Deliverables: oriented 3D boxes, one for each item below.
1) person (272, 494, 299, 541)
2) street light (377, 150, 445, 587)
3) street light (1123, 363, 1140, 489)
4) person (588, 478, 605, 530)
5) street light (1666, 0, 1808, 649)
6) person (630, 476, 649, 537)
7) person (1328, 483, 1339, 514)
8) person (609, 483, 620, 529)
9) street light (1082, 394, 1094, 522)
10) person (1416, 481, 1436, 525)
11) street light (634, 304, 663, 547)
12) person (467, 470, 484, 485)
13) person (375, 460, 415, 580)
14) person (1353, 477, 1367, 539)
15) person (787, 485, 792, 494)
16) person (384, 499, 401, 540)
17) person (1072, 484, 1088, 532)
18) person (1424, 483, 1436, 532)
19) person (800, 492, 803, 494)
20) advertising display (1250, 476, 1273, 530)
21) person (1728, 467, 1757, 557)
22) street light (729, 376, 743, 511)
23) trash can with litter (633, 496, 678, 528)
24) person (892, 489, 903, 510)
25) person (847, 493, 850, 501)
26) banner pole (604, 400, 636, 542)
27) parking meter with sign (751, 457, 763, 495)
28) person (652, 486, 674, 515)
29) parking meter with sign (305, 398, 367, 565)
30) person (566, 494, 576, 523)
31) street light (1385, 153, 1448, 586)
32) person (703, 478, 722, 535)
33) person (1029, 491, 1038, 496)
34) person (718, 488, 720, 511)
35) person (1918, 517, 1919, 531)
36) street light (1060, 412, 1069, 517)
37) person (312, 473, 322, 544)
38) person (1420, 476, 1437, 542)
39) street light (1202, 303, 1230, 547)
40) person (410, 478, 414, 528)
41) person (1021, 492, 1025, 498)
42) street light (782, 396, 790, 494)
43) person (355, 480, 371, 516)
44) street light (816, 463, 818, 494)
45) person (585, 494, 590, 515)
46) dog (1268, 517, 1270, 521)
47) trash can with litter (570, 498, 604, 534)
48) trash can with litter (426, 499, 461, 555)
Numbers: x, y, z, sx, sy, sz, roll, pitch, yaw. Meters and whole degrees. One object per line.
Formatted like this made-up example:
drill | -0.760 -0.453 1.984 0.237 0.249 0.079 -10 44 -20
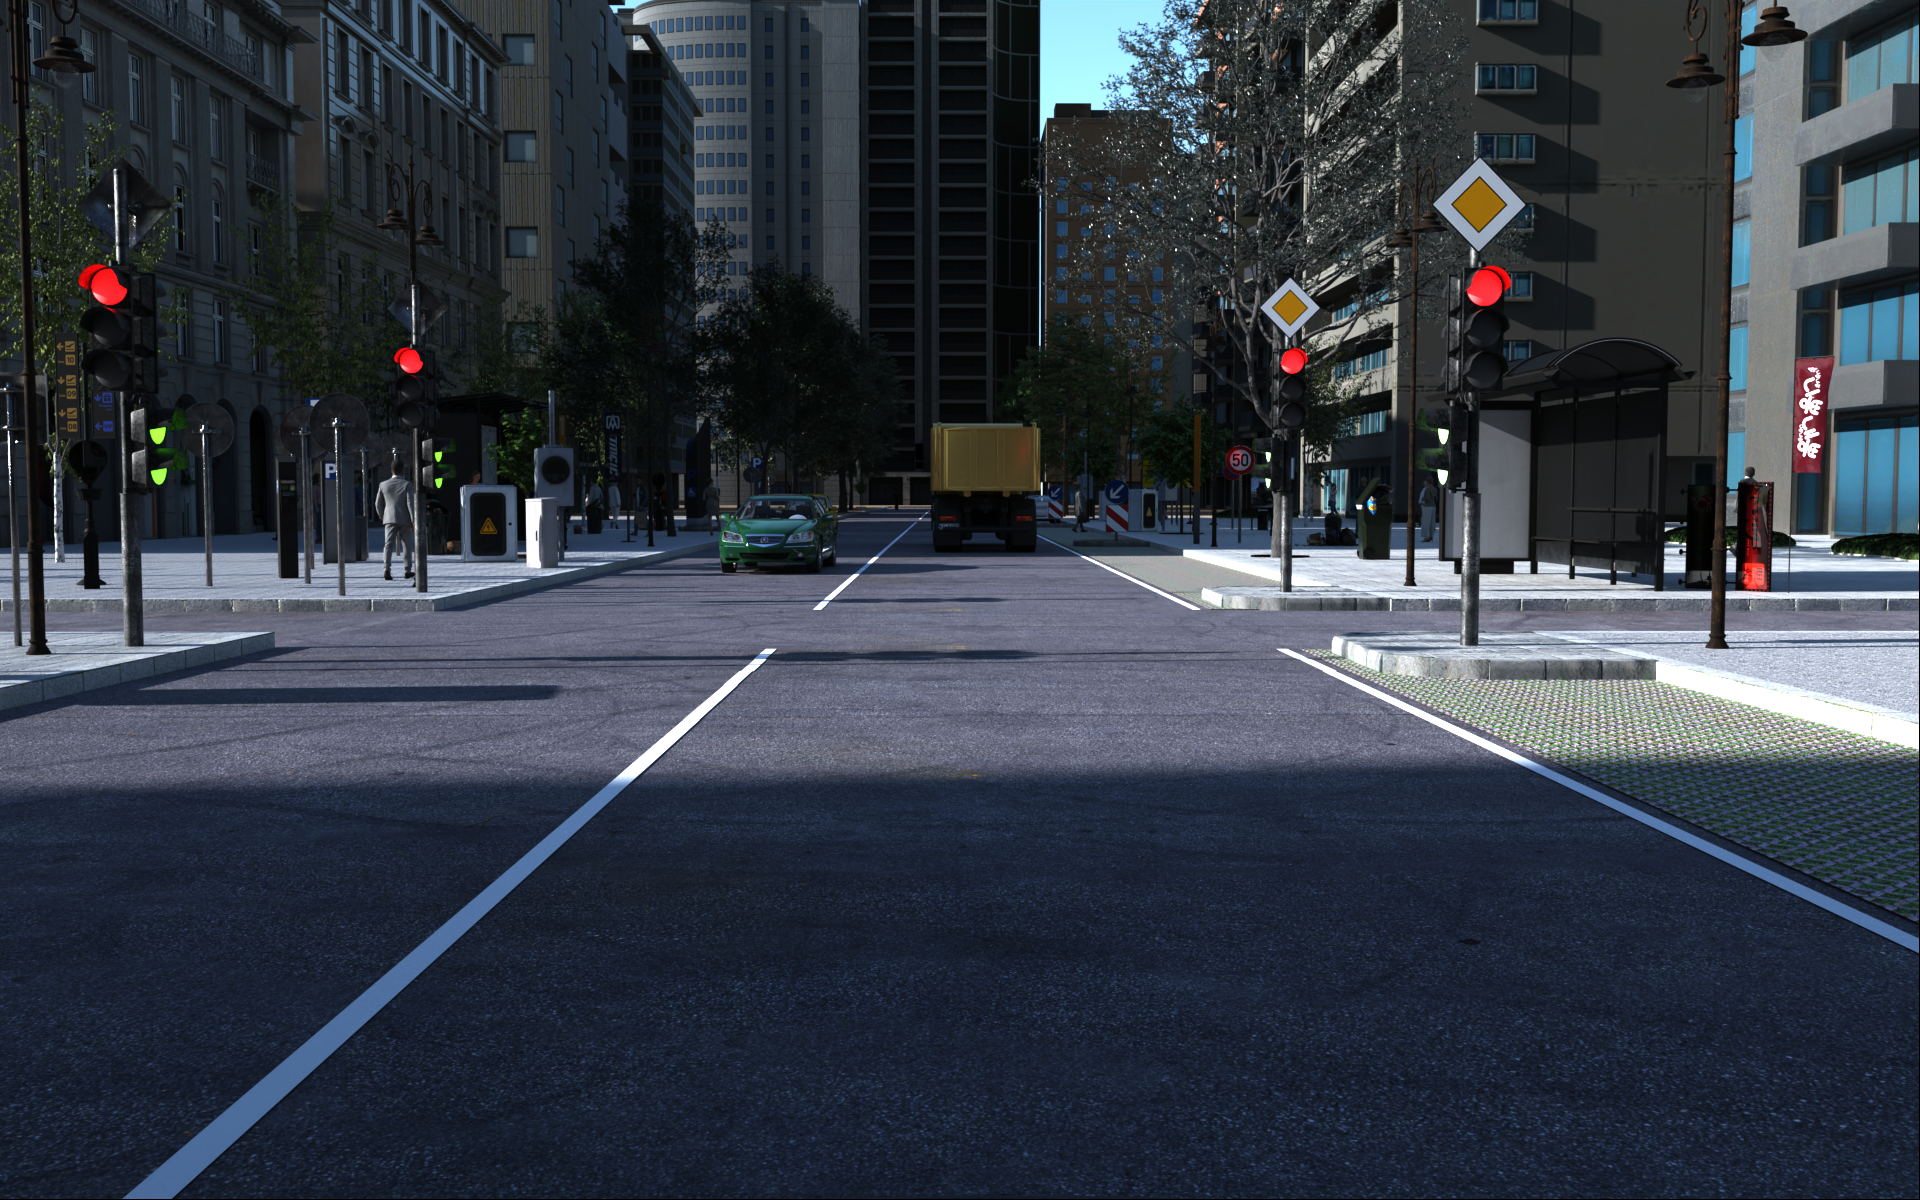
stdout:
person | -18.431 -2.498 47.282 0.834 1.777 0.661 2 4 33
street light | -7.475 -3.117 23.750 0.468 5.910 1.993 0 4 0
street light | 6.043 -5.413 61.295 0.468 5.910 1.993 0 4 0
person | -12.625 -3.323 60.215 0.795 1.843 0.661 2 4 26
street light | 6.305 -2.535 14.243 0.468 5.910 1.993 0 4 0
person | -9.470 -2.779 51.467 0.713 1.824 0.794 -2 4 -29
person | 16.534 -4.268 76.423 0.643 1.750 0.593 0 4 5
person | -12.582 -3.487 62.939 0.514 1.842 0.818 1 4 18
street light | 5.882 -6.520 79.396 0.468 5.910 1.993 0 4 0
person | 19.485 -4.059 72.289 0.818 1.842 0.514 1 4 21
street light | -7.565 -4.246 42.213 0.468 5.910 1.993 0 4 0
person | -10.950 -2.014 39.061 0.616 1.811 0.778 -3 4 -36
person | -8.457 -1.204 26.002 0.678 1.792 0.850 0 3 0
person | 11.635 -2.659 49.940 0.576 1.772 0.534 1 4 22
person | -10.774 -6.376 110.259 0.705 1.831 1.348 2 4 25
person | -15.798 -2.430 48.375 0.523 1.515 0.503 1 4 17
person | 4.475 -3.417 64.467 0.767 1.812 0.694 -1 4 -20
person | 15.735 -3.152 58.129 0.362 1.759 0.519 -3 4 -38
person | -11.165 -6.911 122.300 0.557 1.426 1.065 1 4 12
advertising display | 10.716 -3.427 61.243 0.974 1.923 0.123 2 4 34
person | 15.893 -1.761 34.930 0.850 1.850 0.679 -1 4 -12
street light | -7.709 -5.347 60.203 0.468 5.910 1.993 0 4 0
trash can with litter | -11.391 -3.306 65.108 1.678 1.210 2.233 -2 4 -28
person | -5.520 -8.789 151.833 0.705 1.869 1.348 3 5 44
person | -10.201 -9.048 154.682 1.217 1.736 0.721 0 4 8
banner pole | -9.066 -3.431 46.106 0.863 3.779 0.401 -2 4 -28
parking meter with sign | -9.455 -5.220 81.613 0.543 3.016 1.738 -1 4 -14
person | -18.171 -6.122 106.071 1.348 1.831 0.705 -1 4 -14
parking meter with sign | -11.563 -2.202 32.265 0.543 3.016 1.738 0 3 0
person | -17.427 -4.347 77.286 0.661 1.801 0.590 1 4 17
street light | 6.281 -3.132 23.989 0.468 5.910 1.993 0 4 0
person | -7.651 -2.892 53.670 0.599 1.781 0.374 0 4 -1
person | 6.617 -9.135 155.926 0.617 1.759 0.750 1 4 22
person | -17.513 -7.218 124.781 0.721 1.735 1.217 -1 4 -20
person | 8.840 -0.416 15.449 0.503 1.515 0.523 -3 4 -36
street light | 5.872 -7.621 97.387 0.468 5.910 1.993 0 4 0
person | -16.546 -2.365 44.724 0.388 1.821 0.555 -1 4 -13
person | 12.510 -2.427 46.278 0.519 1.759 0.362 -3 5 -43
street light | 6.186 -4.232 41.980 0.468 5.910 1.993 0 4 0
person | -19.304 -3.400 61.478 0.661 1.843 0.795 2 4 26
person | 5.352 -8.699 148.347 0.705 1.814 1.350 2 4 25
street light | -7.864 -6.447 78.194 0.468 5.910 1.993 0 4 0
person | -20.499 -3.259 59.358 0.581 1.822 0.654 -1 4 -12
street light | -7.954 -7.547 96.185 0.468 5.910 1.993 0 4 0
person | -19.648 -4.952 91.257 0.590 1.304 0.306 -2 4 -28
dog | 14.588 -3.983 82.854 0.550 0.427 0.748 1 4 21
trash can with litter | -12.005 -2.712 55.721 1.055 1.170 0.624 -1 4 -17
trash can with litter | -10.991 -1.545 36.655 0.624 1.170 1.055 1 4 19
